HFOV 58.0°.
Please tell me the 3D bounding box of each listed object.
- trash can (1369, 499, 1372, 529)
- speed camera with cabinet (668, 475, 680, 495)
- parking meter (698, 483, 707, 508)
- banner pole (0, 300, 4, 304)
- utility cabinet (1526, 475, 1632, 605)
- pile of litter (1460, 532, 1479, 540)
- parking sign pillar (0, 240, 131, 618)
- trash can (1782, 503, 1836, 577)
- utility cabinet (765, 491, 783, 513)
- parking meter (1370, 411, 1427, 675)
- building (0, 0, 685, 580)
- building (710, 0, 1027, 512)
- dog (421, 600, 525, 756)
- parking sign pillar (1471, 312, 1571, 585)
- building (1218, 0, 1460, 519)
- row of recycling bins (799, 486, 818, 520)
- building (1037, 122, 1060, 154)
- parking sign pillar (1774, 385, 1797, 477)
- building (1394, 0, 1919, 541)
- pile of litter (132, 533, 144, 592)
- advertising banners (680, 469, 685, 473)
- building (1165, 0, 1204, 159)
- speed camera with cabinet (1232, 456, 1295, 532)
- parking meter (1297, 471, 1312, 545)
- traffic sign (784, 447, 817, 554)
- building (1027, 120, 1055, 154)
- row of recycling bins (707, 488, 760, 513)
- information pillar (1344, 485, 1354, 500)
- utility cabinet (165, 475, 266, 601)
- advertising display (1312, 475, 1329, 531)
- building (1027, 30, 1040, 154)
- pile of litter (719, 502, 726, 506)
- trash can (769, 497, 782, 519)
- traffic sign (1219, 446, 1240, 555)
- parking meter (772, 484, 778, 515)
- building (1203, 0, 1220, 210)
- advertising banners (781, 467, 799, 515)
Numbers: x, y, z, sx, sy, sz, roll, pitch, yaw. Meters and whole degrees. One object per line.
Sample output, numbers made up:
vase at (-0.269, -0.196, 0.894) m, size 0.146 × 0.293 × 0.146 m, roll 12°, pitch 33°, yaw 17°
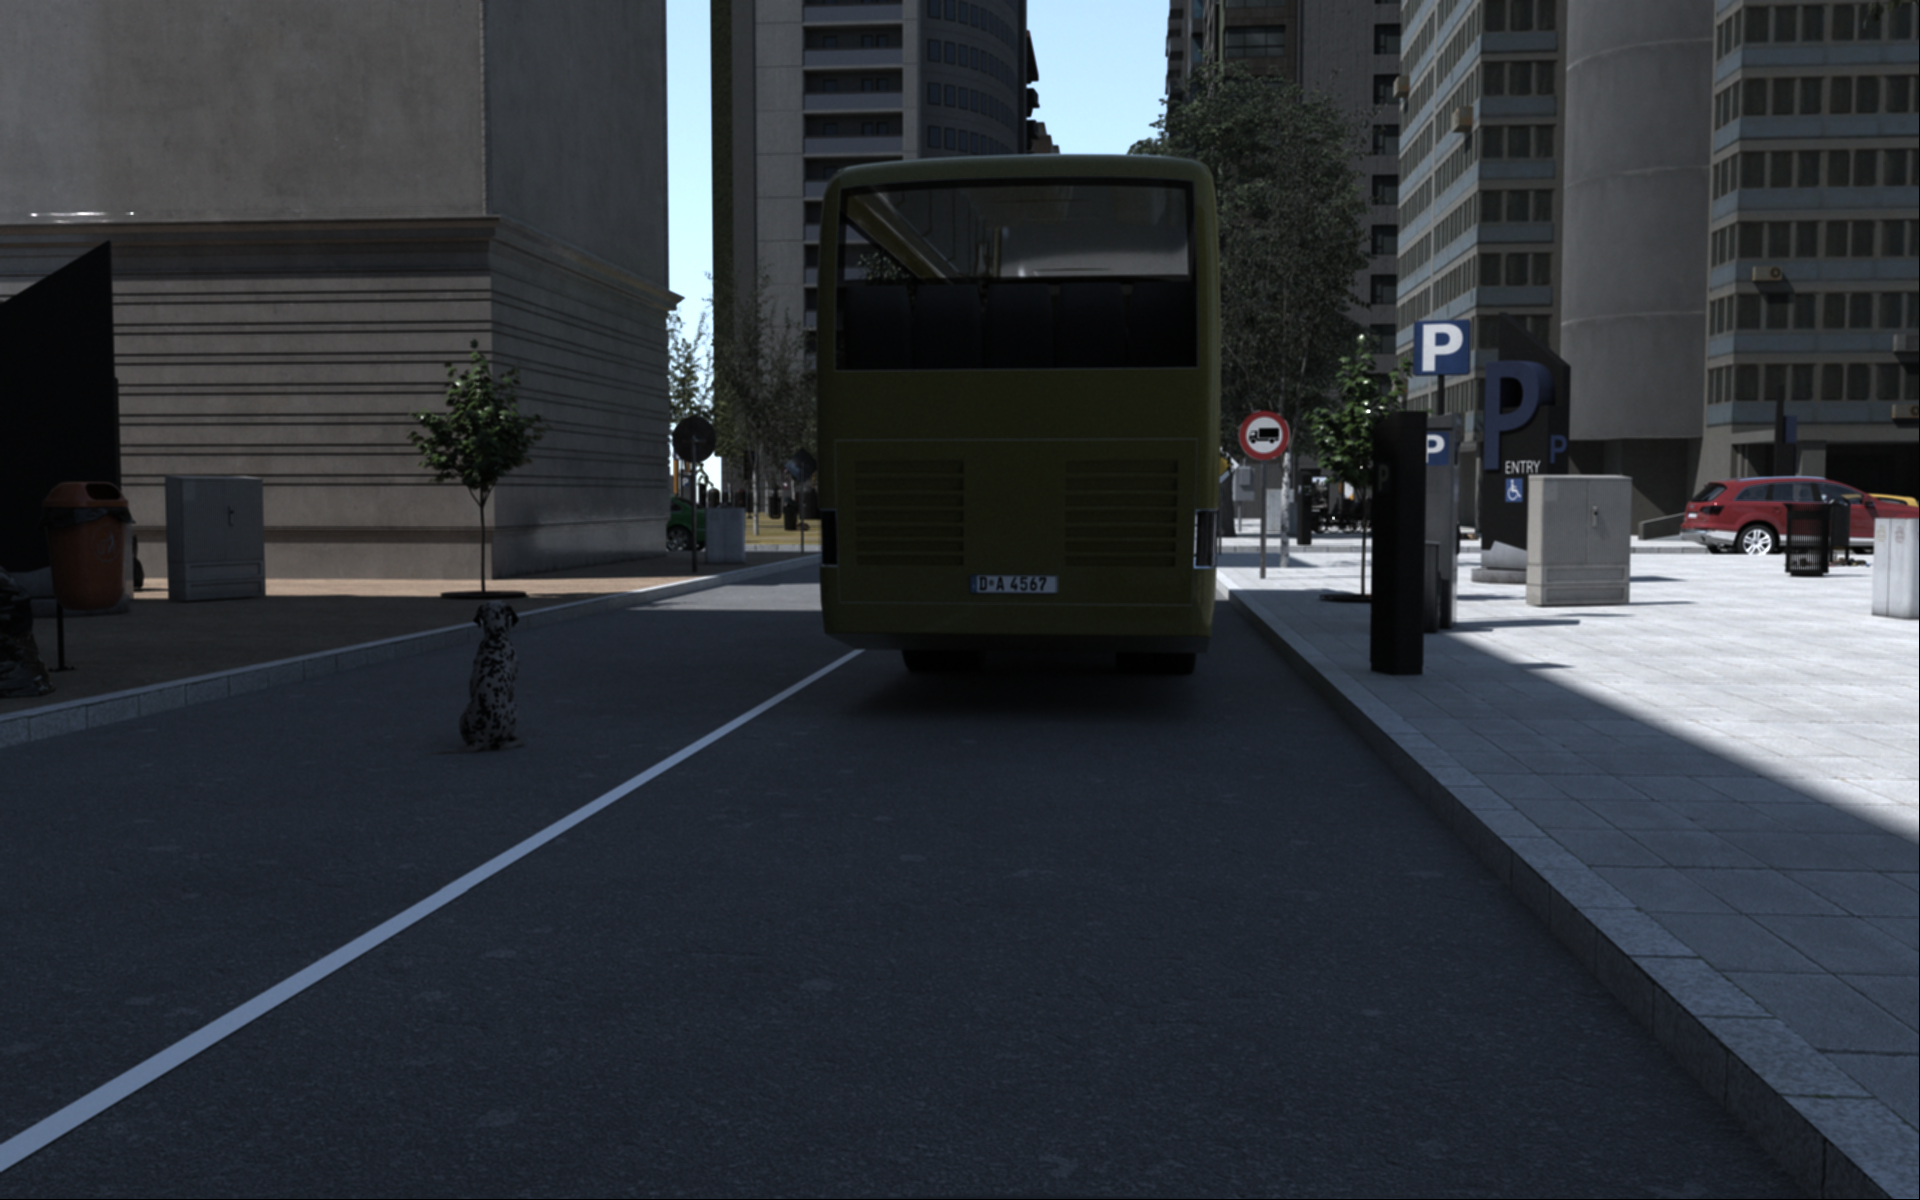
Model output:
trash can at (13.353, -2.652, 55.015) m, size 0.748 × 1.137 × 0.748 m, roll 0°, pitch 3°, yaw 0°
speed camera with cabinet at (-13.558, -5.443, 83.328) m, size 2.038 × 3.252 × 0.660 m, roll 3°, pitch 5°, yaw 43°
parking meter at (-13.485, -5.203, 90.786) m, size 0.255 × 1.863 × 0.399 m, roll 3°, pitch 5°, yaw 41°
banner pole at (-12.486, -1.972, 22.258) m, size 0.401 × 3.779 × 0.863 m, roll 2°, pitch 4°, yaw 26°
utility cabinet at (7.107, -0.684, 19.867) m, size 1.173 × 1.500 × 0.318 m, roll -1°, pitch 4°, yaw -16°
pile of litter at (14.016, -2.134, 48.849) m, size 1.176 × 0.858 × 1.719 m, roll 0°, pitch 4°, yaw 8°
parking sign pillar at (-9.692, -1.834, 18.451) m, size 1.447 × 3.967 × 1.447 m, roll -1°, pitch 4°, yaw -19°
trash can at (13.189, -0.935, 26.944) m, size 0.748 × 1.137 × 0.748 m, roll 0°, pitch 3°, yaw 0°
utility cabinet at (-12.231, -6.436, 113.912) m, size 1.173 × 1.500 × 0.318 m, roll 0°, pitch 4°, yaw -5°
parking meter at (3.137, -0.410, 12.408) m, size 0.255 × 1.863 × 0.399 m, roll -1°, pitch 4°, yaw -12°
building at (-16.212, -11.919, 31.032) m, size 21.152 × 22.565 × 11.583 m, roll 0°, pitch 4°, yaw 5°
building at (-6.116, -36.221, 134.211) m, size 21.231 × 58.520 × 28.212 m, roll 0°, pitch 4°, yaw 5°
dog at (-2.751, 0.432, 9.773) m, size 0.513 × 0.831 × 0.800 m, roll 2°, pitch 4°, yaw 35°
parking sign pillar at (8.202, -2.242, 25.132) m, size 1.447 × 3.967 × 1.447 m, roll -2°, pitch 4°, yaw -26°
building at (21.159, -19.798, 95.402) m, size 14.160 × 30.474 × 14.107 m, roll 0°, pitch 4°, yaw 5°
row of recycling bins at (-6.712, -4.948, 88.020) m, size 1.069 × 1.692 × 3.534 m, roll 3°, pitch 5°, yaw 43°
building at (2.769, -37.082, 229.987) m, size 21.300 × 48.544 × 21.600 m, roll 0°, pitch 4°, yaw 5°
parking sign pillar at (20.658, -3.361, 43.432) m, size 1.447 × 3.967 × 1.447 m, roll 2°, pitch 4°, yaw 23°
building at (28.660, -22.521, 60.106) m, size 23.993 × 40.220 × 32.217 m, roll 0°, pitch 4°, yaw 5°
pile of litter at (-11.334, -0.542, 22.819) m, size 1.176 × 0.858 × 1.719 m, roll 0°, pitch 4°, yaw -7°
advertising banners at (-20.155, -7.668, 121.563) m, size 2.074 × 3.025 × 0.090 m, roll 0°, pitch 4°, yaw 3°
building at (29.375, -32.628, 153.068) m, size 23.786 × 49.044 × 30.456 m, roll 0°, pitch 4°, yaw 5°
speed camera with cabinet at (10.301, -3.941, 58.777) m, size 2.038 × 3.252 × 0.660 m, roll 0°, pitch 4°, yaw -2°
parking meter at (8.648, -2.308, 43.452) m, size 0.255 × 1.863 × 0.399 m, roll -1°, pitch 4°, yaw -11°
traffic sign at (-3.387, -2.054, 37.224) m, size 0.795 × 2.450 × 0.064 m, roll 0°, pitch 4°, yaw 5°
building at (4.446, -34.356, 211.831) m, size 14.600 × 45.320 × 14.200 m, roll 0°, pitch 4°, yaw 5°
row of recycling bins at (-15.358, -6.743, 117.363) m, size 3.534 × 1.692 × 1.069 m, roll -1°, pitch 4°, yaw -17°
information pillar at (19.214, -5.761, 85.553) m, size 0.504 × 3.616 × 0.183 m, roll 3°, pitch 5°, yaw 39°
utility cabinet at (-8.989, -0.751, 20.958) m, size 0.318 × 1.500 × 1.173 m, roll 2°, pitch 4°, yaw 27°
advertising display at (12.318, -3.361, 60.161) m, size 0.974 × 1.923 × 0.123 m, roll 2°, pitch 4°, yaw 25°
building at (-3.956, -31.098, 163.081) m, size 22.147 × 44.769 × 28.867 m, roll 0°, pitch 4°, yaw 5°
pile of litter at (-13.397, -5.126, 97.781) m, size 1.719 × 0.858 × 1.176 m, roll 0°, pitch 4°, yaw -3°
trash can at (-9.547, -4.762, 89.512) m, size 0.748 × 1.137 × 0.748 m, roll 0°, pitch 3°, yaw 0°
traffic sign at (5.465, -2.001, 36.364) m, size 0.795 × 2.450 × 0.064 m, roll 0°, pitch 4°, yaw 5°
parking meter at (-11.213, -6.073, 105.006) m, size 0.255 × 1.863 × 0.399 m, roll -2°, pitch 4°, yaw -31°
building at (26.383, -42.130, 127.076) m, size 20.563 × 71.187 × 20.611 m, roll 0°, pitch 4°, yaw 5°
advertising banners at (-10.192, -6.801, 107.377) m, size 2.074 × 3.025 × 0.090 m, roll 2°, pitch 4°, yaw 24°
